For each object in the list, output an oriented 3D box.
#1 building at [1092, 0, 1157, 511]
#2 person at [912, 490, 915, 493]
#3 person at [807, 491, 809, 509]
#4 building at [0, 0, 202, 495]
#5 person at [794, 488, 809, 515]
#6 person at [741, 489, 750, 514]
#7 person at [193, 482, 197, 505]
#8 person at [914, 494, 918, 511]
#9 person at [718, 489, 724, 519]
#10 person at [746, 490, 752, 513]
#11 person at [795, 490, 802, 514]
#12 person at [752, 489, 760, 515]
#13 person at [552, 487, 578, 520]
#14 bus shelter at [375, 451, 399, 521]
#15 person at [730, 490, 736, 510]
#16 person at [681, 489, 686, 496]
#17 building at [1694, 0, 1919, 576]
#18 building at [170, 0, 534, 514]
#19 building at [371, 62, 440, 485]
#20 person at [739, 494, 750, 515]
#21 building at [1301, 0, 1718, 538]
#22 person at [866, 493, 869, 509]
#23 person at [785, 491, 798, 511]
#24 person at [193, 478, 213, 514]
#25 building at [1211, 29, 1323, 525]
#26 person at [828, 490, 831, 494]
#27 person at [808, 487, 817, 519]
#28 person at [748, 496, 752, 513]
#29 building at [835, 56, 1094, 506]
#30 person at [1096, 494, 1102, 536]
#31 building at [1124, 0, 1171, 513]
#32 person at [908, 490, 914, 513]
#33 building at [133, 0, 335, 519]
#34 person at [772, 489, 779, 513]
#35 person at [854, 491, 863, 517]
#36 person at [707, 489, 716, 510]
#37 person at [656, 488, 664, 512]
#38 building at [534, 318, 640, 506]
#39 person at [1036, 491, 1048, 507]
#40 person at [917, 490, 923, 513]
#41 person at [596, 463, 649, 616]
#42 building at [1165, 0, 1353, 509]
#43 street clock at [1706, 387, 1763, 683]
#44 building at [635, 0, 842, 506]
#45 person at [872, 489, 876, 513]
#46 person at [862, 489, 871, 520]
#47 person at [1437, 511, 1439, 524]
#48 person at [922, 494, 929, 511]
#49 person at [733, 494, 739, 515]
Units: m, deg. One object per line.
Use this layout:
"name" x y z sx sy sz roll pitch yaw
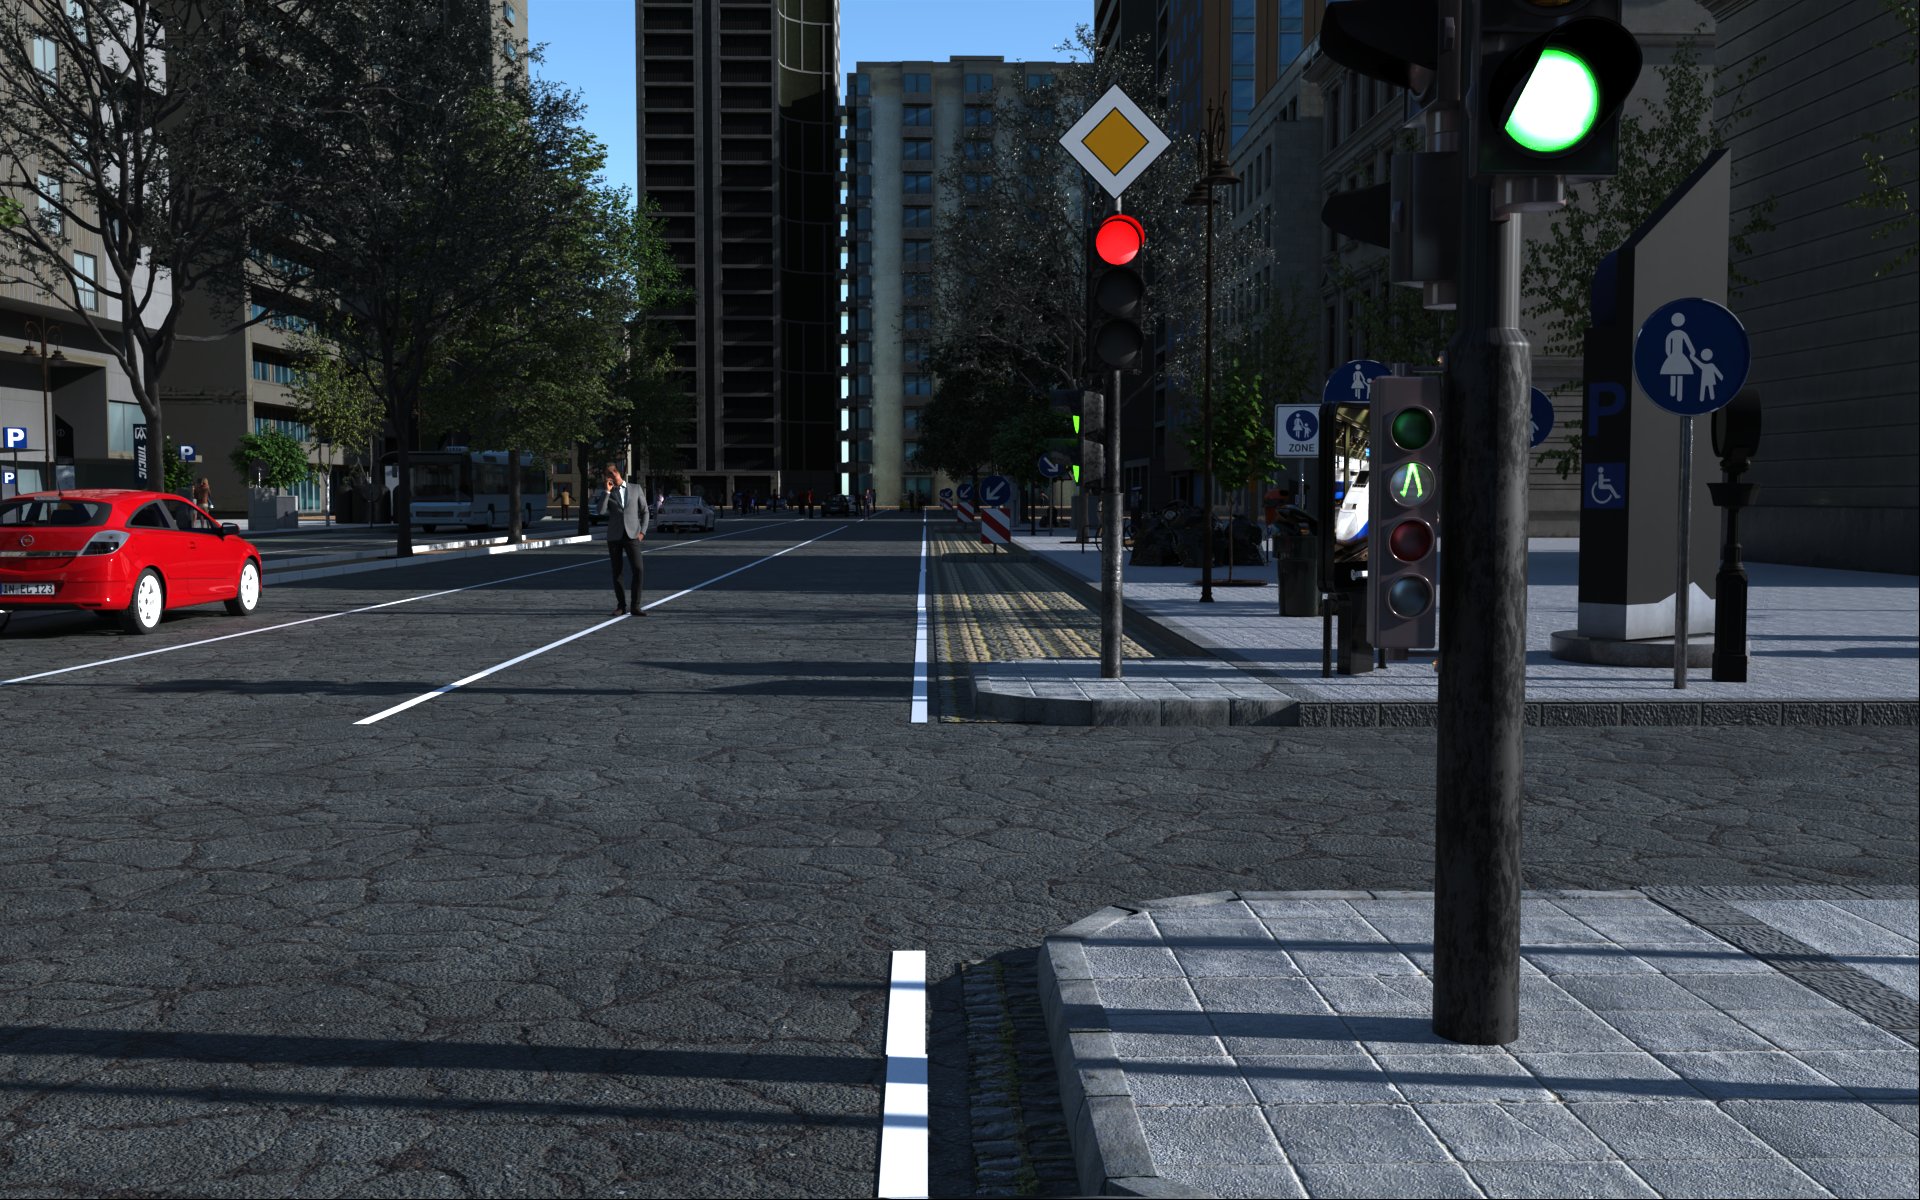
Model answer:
"building" 22.476 -31.629 140.830 21.300 48.544 21.600 0 4 -1
"person" -4.070 -9.010 156.349 0.750 1.759 0.617 2 4 33
"person" -14.199 -9.473 163.902 0.721 1.766 1.217 -1 4 -11
"building" -49.178 -29.230 67.149 28.713 52.752 27.495 0 4 -1
"person" -10.729 -6.687 117.770 1.348 1.831 0.705 3 4 37
"person" -15.627 -7.175 125.839 0.705 1.821 1.348 1 4 20
"person" -30.377 -3.782 68.239 0.716 1.782 0.532 0 4 2
"person" -3.836 -8.350 148.208 0.799 1.438 0.628 -1 4 -9
"person" -13.970 -5.602 100.806 0.721 1.735 1.217 0 4 -8
"person" -16.020 -7.433 130.717 1.217 1.739 0.721 -2 4 -24
"person" -11.845 -7.214 127.280 0.721 1.723 1.217 -2 4 -31
"person" -14.155 -6.810 120.381 0.617 1.759 0.750 -1 4 -12
"person" -21.605 -5.268 94.727 1.348 1.812 0.705 -1 4 -16
"bus shelter" -26.594 -5.535 84.428 2.014 3.302 5.546 0 4 -1
"person" -19.802 -8.696 151.124 0.568 1.767 0.683 -3 5 -43
"person" -17.304 -6.093 108.060 0.705 1.831 1.348 -2 4 -34
"building" 27.078 -14.143 28.497 25.104 27.353 12.463 0 4 -1
"building" -47.517 -31.542 139.415 21.600 48.544 21.300 0 4 -1
"building" -43.701 -20.997 115.001 14.160 30.474 14.107 0 4 -1
"person" -14.663 -6.444 117.113 1.065 1.426 0.557 -3 4 -38
"building" 19.772 -13.685 59.901 11.583 22.565 21.152 0 4 -1
"person" -9.008 -9.716 167.342 0.705 1.826 1.348 2 4 32
"person" -14.225 -8.375 146.159 1.217 1.736 0.721 2 4 27
"person" -25.295 -3.174 57.914 0.573 1.828 0.580 -1 4 -9
"building" 17.838 -13.733 79.294 10.420 20.320 16.860 0 4 -1
"person" -9.932 -7.568 133.038 0.445 1.727 0.742 -2 4 -31
"person" -8.461 -5.535 98.939 0.705 1.831 1.348 1 4 12
"person" -16.314 -7.495 134.266 0.599 1.433 0.991 1 4 12
"building" 1.706 -35.019 192.162 30.456 49.044 23.786 0 4 -1
"person" 4.131 -2.446 50.300 0.640 1.303 0.475 2 4 28
"building" 22.799 -41.618 118.698 20.563 71.187 20.611 0 4 -1
"person" -3.801 -7.657 134.134 0.683 1.767 0.568 3 5 44
"building" -46.758 -28.909 96.361 21.300 48.544 21.600 0 4 -1
"person" -14.147 -7.592 132.574 0.705 1.831 1.348 1 4 11
"person" -6.418 -6.093 109.590 0.415 1.643 0.593 3 5 44
"person" -16.221 -6.355 113.132 0.721 1.743 1.217 -2 4 -27
"person" -16.148 -5.120 92.879 0.621 1.740 0.551 1 4 13
"building" -49.673 -21.381 194.626 28.899 21.520 27.650 0 4 -1
"person" 8.064 -9.803 169.494 1.217 1.736 0.721 1 4 10
"person" -3.122 -7.419 130.334 0.617 1.759 0.750 -3 4 -37
"person" -3.966 -0.720 20.449 0.592 1.802 0.473 0 4 6
"building" 20.079 -27.642 102.058 14.600 45.320 14.200 0 4 -1
"street clock" 5.281 -0.444 11.833 0.358 2.002 0.471 1 4 12
"building" -23.867 -46.011 190.529 20.611 71.187 20.563 0 4 -1
"person" -6.556 -7.534 131.659 0.705 1.826 1.348 0 4 -3
"person" -5.220 -5.352 96.925 0.541 1.710 0.530 0 4 -7
"person" 6.242 -1.059 23.750 0.661 1.777 0.834 2 4 33
"person" -3.145 -8.262 146.843 1.065 1.426 0.557 0 4 -1
"person" -14.974 -6.365 115.804 0.421 1.427 0.697 0 4 1
